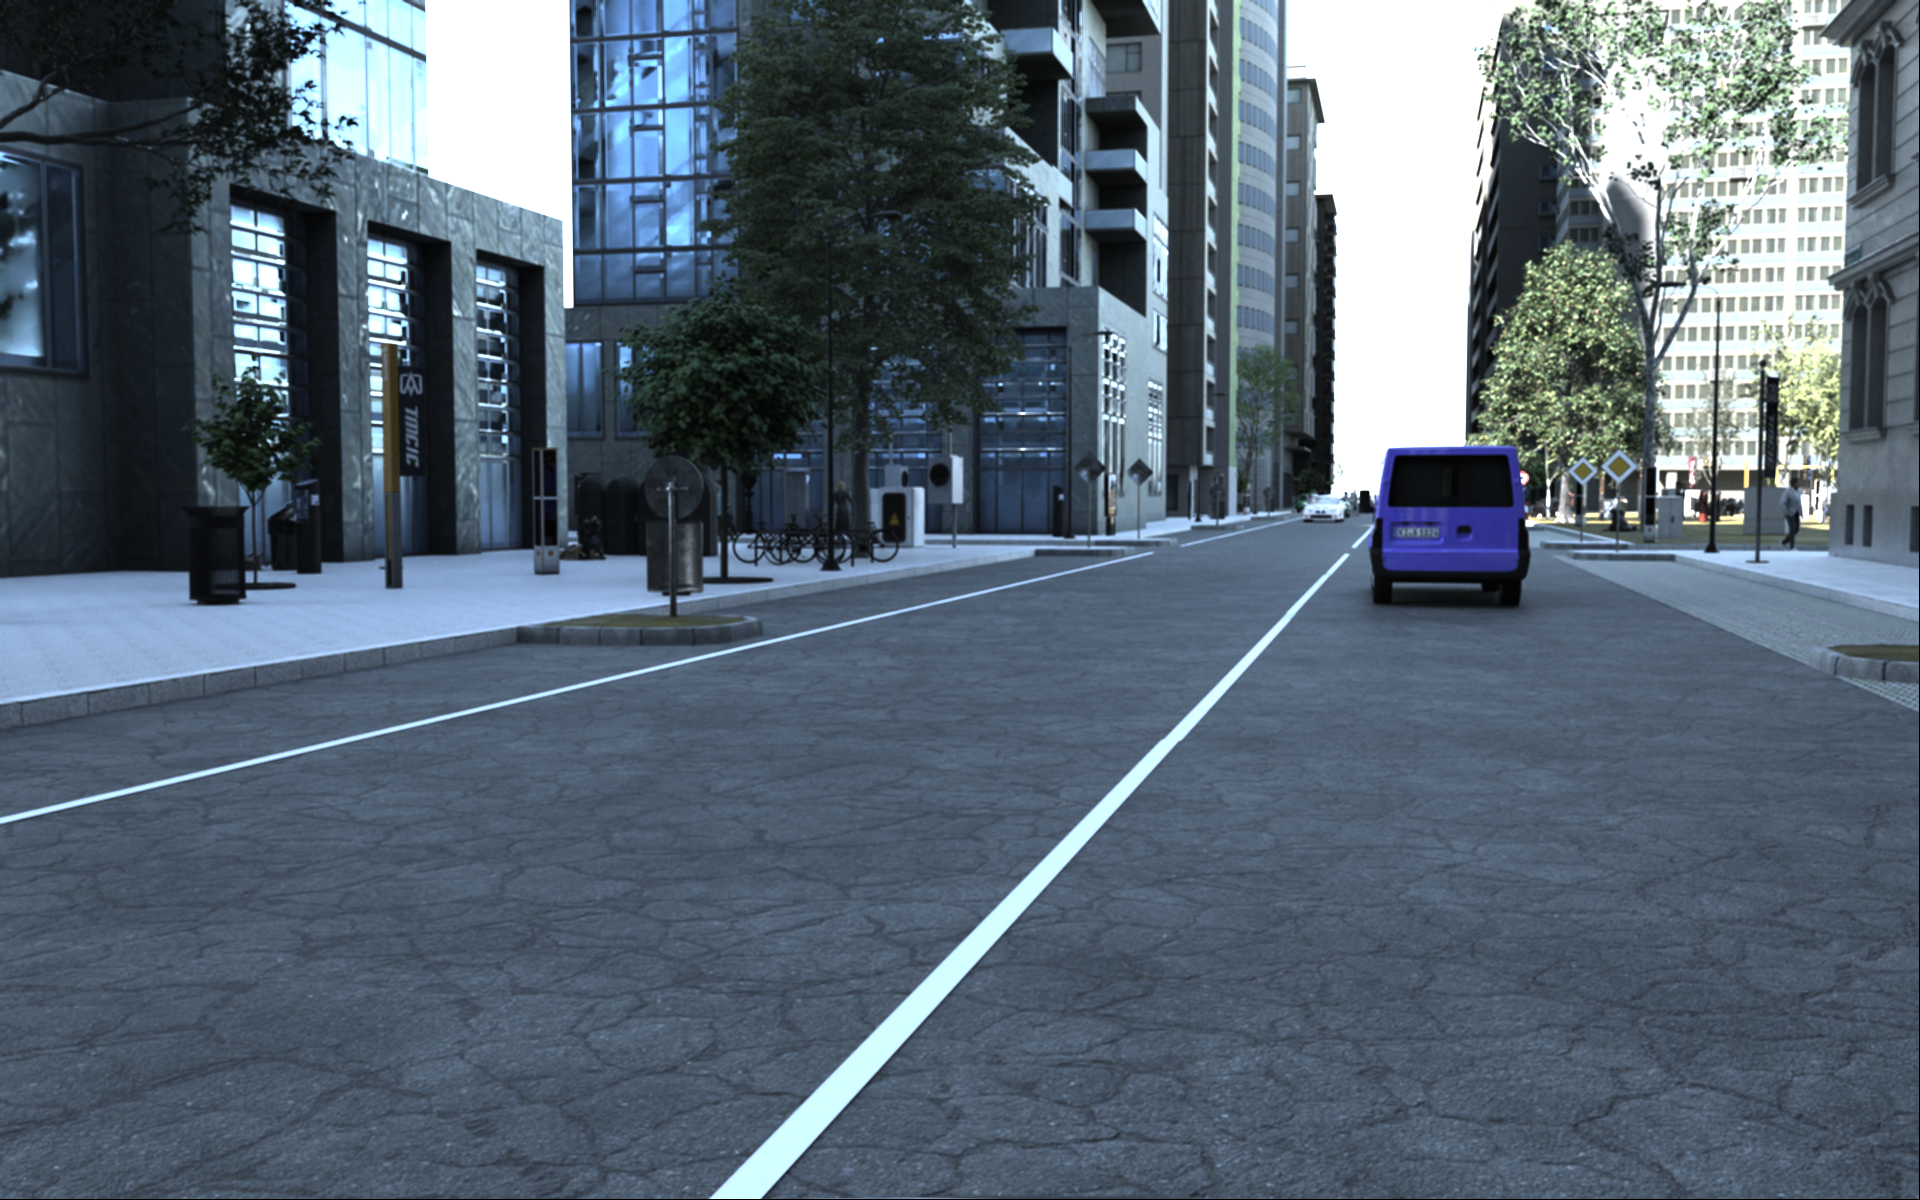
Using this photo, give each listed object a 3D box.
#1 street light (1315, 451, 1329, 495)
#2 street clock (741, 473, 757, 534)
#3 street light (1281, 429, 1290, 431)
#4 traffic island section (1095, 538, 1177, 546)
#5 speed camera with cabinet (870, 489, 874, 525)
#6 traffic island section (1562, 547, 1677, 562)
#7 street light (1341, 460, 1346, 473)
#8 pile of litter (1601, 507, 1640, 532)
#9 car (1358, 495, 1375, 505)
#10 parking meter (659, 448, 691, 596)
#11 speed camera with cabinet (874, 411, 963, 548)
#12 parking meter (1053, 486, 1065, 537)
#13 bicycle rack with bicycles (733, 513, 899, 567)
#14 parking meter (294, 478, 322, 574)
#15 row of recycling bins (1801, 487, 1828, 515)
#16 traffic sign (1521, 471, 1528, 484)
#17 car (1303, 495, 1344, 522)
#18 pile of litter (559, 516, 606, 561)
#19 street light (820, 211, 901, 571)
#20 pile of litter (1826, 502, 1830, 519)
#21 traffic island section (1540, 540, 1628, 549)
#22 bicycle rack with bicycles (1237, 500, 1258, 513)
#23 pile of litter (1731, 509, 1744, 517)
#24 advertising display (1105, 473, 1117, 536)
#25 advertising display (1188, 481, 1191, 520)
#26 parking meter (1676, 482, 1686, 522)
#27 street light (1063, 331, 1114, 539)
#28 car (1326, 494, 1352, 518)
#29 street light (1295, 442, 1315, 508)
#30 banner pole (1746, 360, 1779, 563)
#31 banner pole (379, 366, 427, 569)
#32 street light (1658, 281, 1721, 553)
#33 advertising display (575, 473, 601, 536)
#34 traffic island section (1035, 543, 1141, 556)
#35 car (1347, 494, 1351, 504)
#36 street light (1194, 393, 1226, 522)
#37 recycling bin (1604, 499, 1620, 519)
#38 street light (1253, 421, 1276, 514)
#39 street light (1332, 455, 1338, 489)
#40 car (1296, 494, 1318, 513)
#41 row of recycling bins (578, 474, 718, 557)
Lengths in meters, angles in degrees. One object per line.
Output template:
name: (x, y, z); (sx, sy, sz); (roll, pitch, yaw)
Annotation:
street light: (38.356, -12.979, 184.752); (1.470, 5.913, 1.316); (1, 4, 14)
street clock: (-6.716, -3.094, 55.158); (0.471, 2.002, 0.358); (1, 4, 19)
street light: (22.959, -9.296, 124.535); (1.470, 5.913, 1.316); (1, 4, 14)
traffic island section: (5.038, -1.636, 49.037); (2.009, 0.180, 2.903); (1, 4, 14)
speed camera with cabinet: (-2.191, -3.603, 53.243); (0.660, 3.252, 2.038); (1, 4, 18)
traffic island section: (14.573, -0.983, 38.354); (2.009, 0.180, 2.903); (1, 4, 14)
street light: (50.989, -15.993, 234.021); (1.470, 5.913, 1.316); (1, 4, 14)
pile of litter: (22.882, -2.803, 59.787); (1.176, 0.858, 1.719); (0, 4, -2)
car: (52.399, -12.898, 223.240); (2.083, 1.381, 4.827); (1, 4, 14)
parking meter: (-3.623, -0.993, 21.939); (0.399, 1.863, 0.255); (0, 4, -5)
speed camera with cabinet: (-0.947, -2.874, 41.325); (2.038, 3.252, 0.660); (2, 4, 29)
parking meter: (2.963, -2.655, 51.820); (0.372, 1.533, 0.369); (0, 3, 0)
bicycle rack with bicycles: (-2.776, -1.124, 31.758); (2.925, 0.926, 2.852); (1, 4, 10)
parking meter: (-10.520, -1.195, 27.954); (0.372, 1.533, 0.369); (0, 3, 0)
row of recycling bins: (52.406, -5.943, 104.288); (3.534, 1.692, 1.069); (2, 4, 28)
traffic sign: (31.208, -5.892, 96.434); (0.768, 2.556, 0.104); (1, 4, 17)
car: (18.758, -4.699, 89.185); (2.083, 1.381, 4.827); (1, 4, 16)
pile of litter: (-7.506, -1.230, 34.079); (1.176, 0.858, 1.719); (0, 4, 2)
street light: (-1.643, -3.436, 28.714); (1.470, 5.913, 1.316); (1, 4, 14)
pile of litter: (45.591, -4.683, 90.527); (1.719, 0.858, 1.176); (-1, 4, -22)
traffic island section: (16.557, -1.456, 46.090); (2.009, 0.180, 2.903); (1, 4, 14)
bicycle rack with bicycles: (18.559, -6.227, 115.190); (2.852, 0.926, 2.925); (-1, 4, -22)
pile of litter: (43.741, -5.019, 96.031); (1.176, 0.858, 1.719); (-3, 5, -43)
advertising display: (4.642, -2.944, 53.353); (0.123, 1.923, 0.974); (1, 4, 20)
advertising display: (11.496, -4.990, 86.793); (0.123, 1.923, 0.974); (0, 4, 5)
parking meter: (33.550, -4.585, 80.673); (0.399, 1.863, 0.255); (-1, 4, -13)
street light: (3.676, -4.707, 49.504); (1.470, 5.913, 1.316); (1, 4, 14)
car: (23.097, -5.809, 106.778); (2.131, 1.459, 4.920); (1, 4, 15)
street light: (30.653, -11.143, 154.723); (1.470, 5.913, 1.316); (1, 4, 14)
banner pole: (15.143, -2.600, 32.525); (0.863, 3.779, 0.401); (-3, 4, -38)
banner pole: (-9.571, -2.431, 29.767); (0.863, 3.779, 0.401); (-2, 4, -25)
street light: (15.943, -3.996, 37.879); (1.470, 5.913, 1.316); (1, 4, 14)
advertising display: (-11.440, -2.943, 53.330); (0.123, 1.923, 0.974); (3, 4, 37)
traffic island section: (3.054, -1.163, 41.302); (2.009, 0.180, 2.903); (1, 4, 14)
car: (51.799, -13.505, 230.589); (2.009, 1.686, 4.222); (1, 4, 15)
street light: (11.538, -6.558, 79.758); (1.470, 5.913, 1.316); (1, 4, 14)
recycling bin: (33.403, -4.665, 88.831); (0.722, 1.027, 0.722); (2, 4, 29)
street light: (19.278, -8.394, 109.779); (1.470, 5.913, 1.316); (1, 4, 14)
street light: (43.360, -14.147, 203.851); (1.470, 5.913, 1.316); (1, 4, 14)
car: (26.781, -7.597, 133.001); (1.959, 1.807, 4.718); (1, 4, 12)
row of recycling bins: (-6.602, -1.792, 36.404); (3.534, 1.692, 1.069); (2, 4, 29)
